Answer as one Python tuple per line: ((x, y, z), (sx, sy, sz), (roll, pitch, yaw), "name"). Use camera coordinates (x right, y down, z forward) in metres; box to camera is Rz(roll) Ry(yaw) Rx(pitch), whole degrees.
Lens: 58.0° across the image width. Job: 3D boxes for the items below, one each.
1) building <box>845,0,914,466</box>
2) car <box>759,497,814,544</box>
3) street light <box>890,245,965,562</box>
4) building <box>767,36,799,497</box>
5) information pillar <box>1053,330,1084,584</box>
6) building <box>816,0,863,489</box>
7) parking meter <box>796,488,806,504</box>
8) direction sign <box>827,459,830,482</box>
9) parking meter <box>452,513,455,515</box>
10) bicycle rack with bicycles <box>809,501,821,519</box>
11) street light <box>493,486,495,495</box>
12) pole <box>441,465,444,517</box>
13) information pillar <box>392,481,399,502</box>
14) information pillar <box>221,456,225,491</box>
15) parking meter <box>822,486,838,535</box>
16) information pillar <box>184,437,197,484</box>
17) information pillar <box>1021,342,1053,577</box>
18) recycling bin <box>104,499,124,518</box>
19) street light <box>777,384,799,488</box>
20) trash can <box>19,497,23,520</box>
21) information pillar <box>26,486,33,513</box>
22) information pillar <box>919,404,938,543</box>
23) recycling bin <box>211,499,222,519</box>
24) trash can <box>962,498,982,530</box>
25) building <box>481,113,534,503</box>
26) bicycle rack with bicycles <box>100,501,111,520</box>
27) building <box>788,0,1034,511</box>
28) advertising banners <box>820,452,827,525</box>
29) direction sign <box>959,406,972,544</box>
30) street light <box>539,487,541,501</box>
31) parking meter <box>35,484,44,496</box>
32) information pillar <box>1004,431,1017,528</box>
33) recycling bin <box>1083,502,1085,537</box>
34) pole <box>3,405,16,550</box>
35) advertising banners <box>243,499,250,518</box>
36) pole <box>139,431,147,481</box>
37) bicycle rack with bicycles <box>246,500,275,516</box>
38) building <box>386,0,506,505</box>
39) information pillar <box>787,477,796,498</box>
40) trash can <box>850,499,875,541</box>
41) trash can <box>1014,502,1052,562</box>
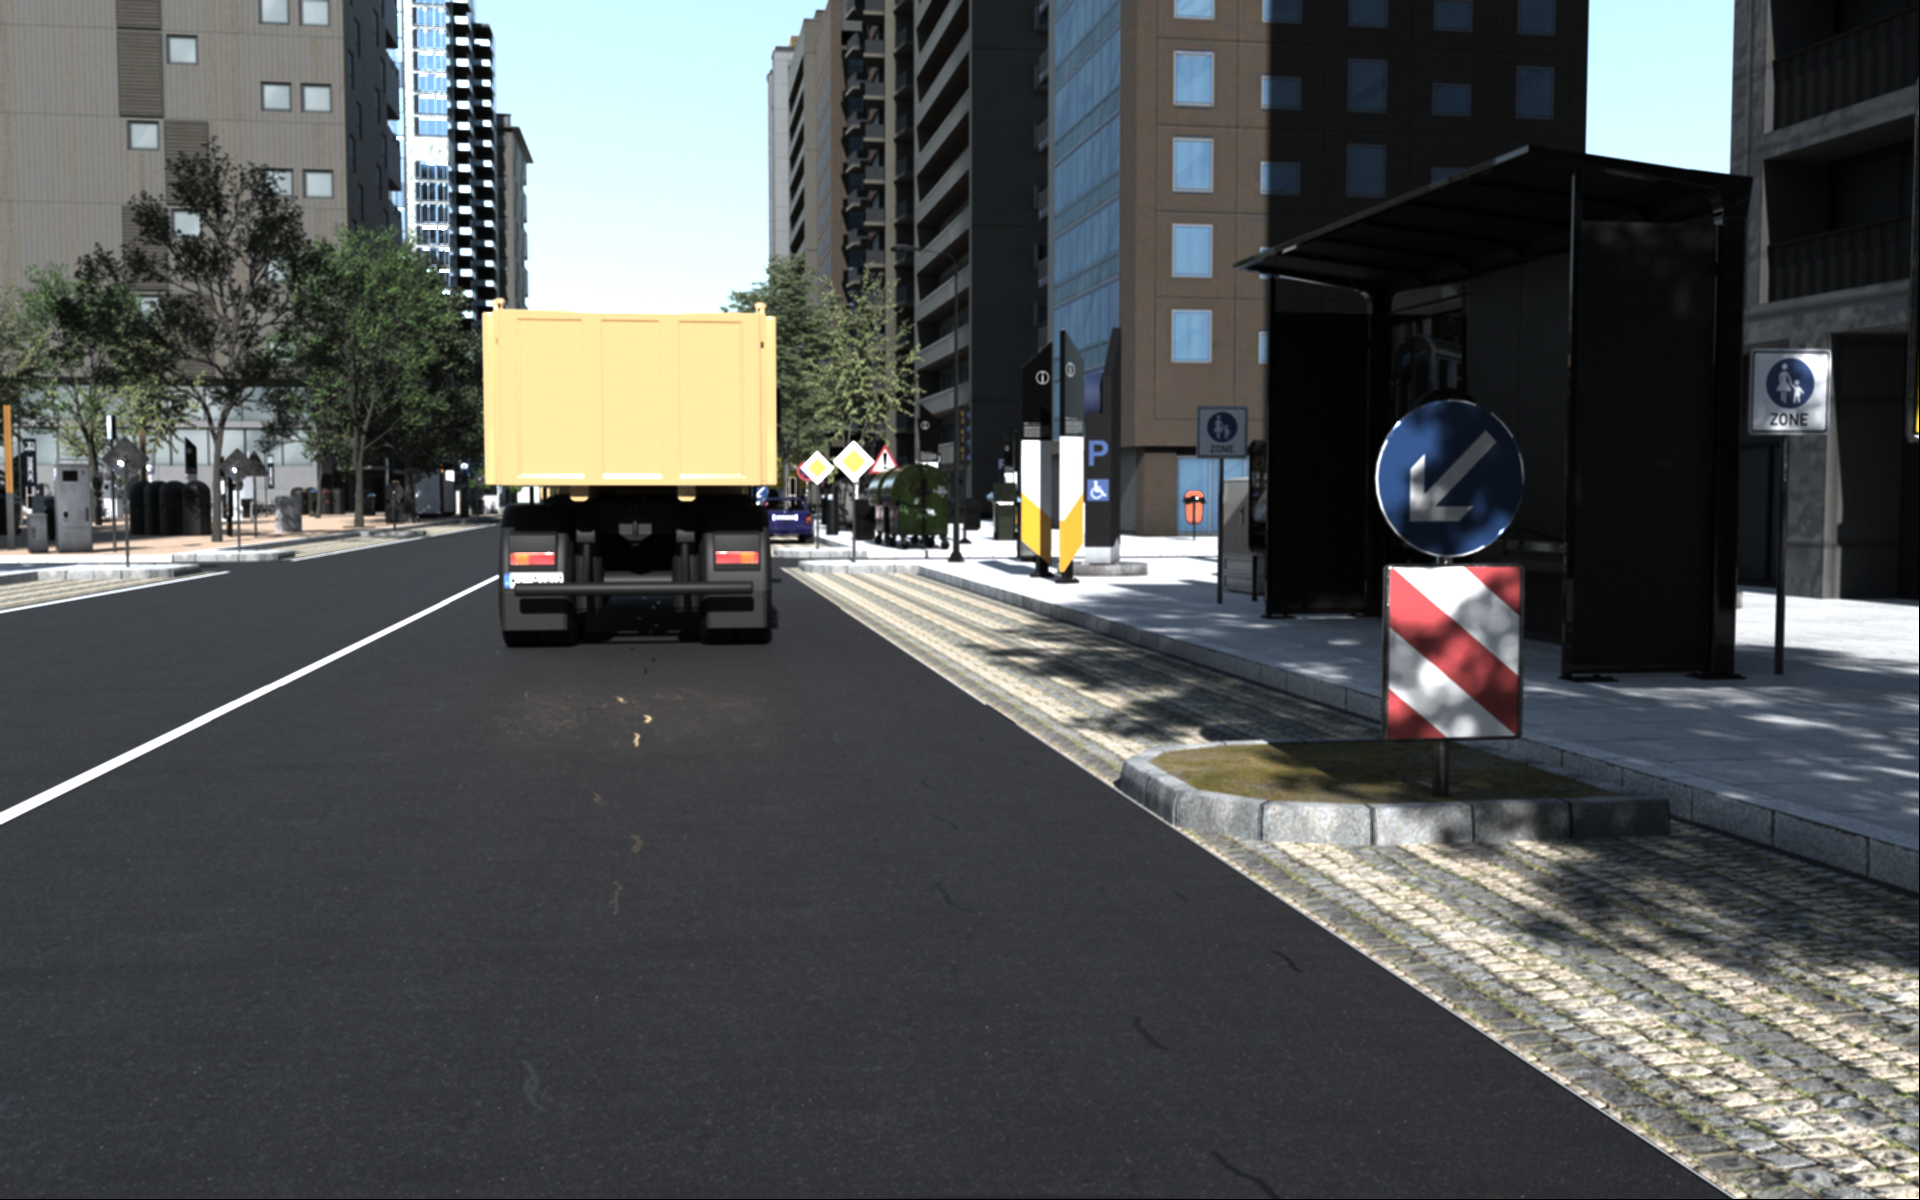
((2.754, -29.337, 134.291), (22.147, 44.769, 28.867), (-1, 4, -10), "building")
((-5.240, -2.329, 50.654), (1.945, 1.354, 3.894), (-1, 4, -10), "car")
((-0.605, -3.668, 32.509), (1.470, 5.913, 1.316), (-1, 4, -10), "street light")
((-15.003, -42.169, 231.466), (21.231, 58.520, 28.212), (-1, 4, -10), "building")
((1.599, -2.053, 24.929), (0.183, 3.616, 0.504), (3, 5, 40), "information pillar")
((-5.232, -30.864, 154.729), (14.600, 45.320, 14.200), (-1, 4, -10), "building")
((-6.366, -3.727, 69.340), (0.372, 1.533, 0.369), (0, 3, 0), "parking meter")
((-8.171, -7.357, 112.287), (0.876, 3.537, 0.379), (0, 4, -1), "direction sign")
((-31.085, -5.968, 105.989), (0.372, 1.533, 0.369), (0, 3, 0), "parking meter")
((-7.028, -5.354, 100.919), (2.925, 0.926, 2.852), (-1, 4, -11), "bicycle rack with bicycles")
((-30.013, -8.621, 113.500), (1.470, 5.913, 1.316), (-1, 4, -10), "street light")
((-29.109, -6.330, 97.340), (0.158, 3.312, 0.155), (0, 3, 0), "pole")
((-31.521, -5.643, 96.749), (0.304, 2.012, 0.304), (-3, 5, -39), "information pillar")
((-45.004, -6.976, 105.408), (0.504, 3.616, 0.183), (-3, 5, -42), "information pillar")
((-4.003, -2.806, 54.292), (0.372, 1.533, 0.369), (0, 3, 0), "parking meter")
((-31.665, -4.892, 71.331), (0.183, 3.616, 0.504), (2, 4, 34), "information pillar")
((1.187, -2.159, 26.658), (0.504, 3.616, 0.183), (-1, 4, -12), "information pillar")
((-45.159, -4.885, 92.418), (0.722, 1.027, 0.722), (0, 4, 3), "recycling bin")
((-7.333, -6.121, 72.613), (1.470, 5.913, 1.316), (-1, 4, -10), "street light")
((-47.030, -4.563, 86.257), (0.748, 1.137, 0.748), (0, 3, 0), "trash can")
((-52.765, -5.732, 98.204), (0.304, 2.012, 0.304), (-3, 4, -38), "information pillar")
((-0.817, -3.278, 44.947), (0.504, 3.616, 0.183), (0, 4, 5), "information pillar")
((-39.252, -4.806, 91.127), (0.722, 1.027, 0.722), (0, 4, 6), "recycling bin")
((0.429, -3.050, 61.517), (0.748, 1.137, 0.748), (0, 3, 0), "trash can")
((-74.745, -39.906, 241.705), (28.713, 52.752, 27.495), (-1, 4, -10), "building")
((-43.611, -4.413, 85.530), (2.852, 0.926, 2.925), (-3, 5, -44), "bicycle rack with bicycles")
((-5.609, -33.580, 172.733), (21.300, 48.544, 21.600), (-1, 4, -10), "building")
((-5.441, -4.646, 72.146), (0.090, 3.025, 2.074), (-2, 4, -28), "advertising banners")
((0.121, -3.229, 44.799), (0.379, 3.537, 0.876), (1, 4, 18), "direction sign")
((-37.002, -11.146, 154.776), (1.470, 5.913, 1.316), (-1, 4, -10), "street light")
((-51.185, -5.543, 96.338), (0.399, 1.863, 0.255), (1, 4, 20), "parking meter")
((1.923, -4.657, 67.489), (0.504, 3.616, 0.183), (3, 4, 38), "information pillar")
((3.938, -2.438, 52.418), (0.722, 1.027, 0.722), (-1, 4, -10), "recycling bin")
((-21.819, -2.808, 39.754), (0.158, 3.312, 0.155), (0, 3, 0), "pole")
((-39.137, -6.058, 95.228), (0.090, 3.025, 2.074), (0, 4, -7), "advertising banners")
((-26.346, -3.794, 55.867), (0.158, 3.312, 0.155), (0, 3, 0), "pole")
((-41.627, -5.480, 102.986), (2.852, 0.926, 2.925), (3, 5, 41), "bicycle rack with bicycles")
((-67.375, -55.024, 212.309), (22.319, 86.520, 31.000), (-1, 4, -10), "building")
((-7.382, -4.373, 75.990), (0.304, 2.012, 0.304), (-2, 4, -25), "information pillar")
((-2.659, -2.224, 48.011), (0.748, 1.137, 0.748), (0, 3, 0), "trash can")
((1.384, -1.299, 32.894), (0.748, 1.137, 0.748), (0, 3, 0), "trash can")
